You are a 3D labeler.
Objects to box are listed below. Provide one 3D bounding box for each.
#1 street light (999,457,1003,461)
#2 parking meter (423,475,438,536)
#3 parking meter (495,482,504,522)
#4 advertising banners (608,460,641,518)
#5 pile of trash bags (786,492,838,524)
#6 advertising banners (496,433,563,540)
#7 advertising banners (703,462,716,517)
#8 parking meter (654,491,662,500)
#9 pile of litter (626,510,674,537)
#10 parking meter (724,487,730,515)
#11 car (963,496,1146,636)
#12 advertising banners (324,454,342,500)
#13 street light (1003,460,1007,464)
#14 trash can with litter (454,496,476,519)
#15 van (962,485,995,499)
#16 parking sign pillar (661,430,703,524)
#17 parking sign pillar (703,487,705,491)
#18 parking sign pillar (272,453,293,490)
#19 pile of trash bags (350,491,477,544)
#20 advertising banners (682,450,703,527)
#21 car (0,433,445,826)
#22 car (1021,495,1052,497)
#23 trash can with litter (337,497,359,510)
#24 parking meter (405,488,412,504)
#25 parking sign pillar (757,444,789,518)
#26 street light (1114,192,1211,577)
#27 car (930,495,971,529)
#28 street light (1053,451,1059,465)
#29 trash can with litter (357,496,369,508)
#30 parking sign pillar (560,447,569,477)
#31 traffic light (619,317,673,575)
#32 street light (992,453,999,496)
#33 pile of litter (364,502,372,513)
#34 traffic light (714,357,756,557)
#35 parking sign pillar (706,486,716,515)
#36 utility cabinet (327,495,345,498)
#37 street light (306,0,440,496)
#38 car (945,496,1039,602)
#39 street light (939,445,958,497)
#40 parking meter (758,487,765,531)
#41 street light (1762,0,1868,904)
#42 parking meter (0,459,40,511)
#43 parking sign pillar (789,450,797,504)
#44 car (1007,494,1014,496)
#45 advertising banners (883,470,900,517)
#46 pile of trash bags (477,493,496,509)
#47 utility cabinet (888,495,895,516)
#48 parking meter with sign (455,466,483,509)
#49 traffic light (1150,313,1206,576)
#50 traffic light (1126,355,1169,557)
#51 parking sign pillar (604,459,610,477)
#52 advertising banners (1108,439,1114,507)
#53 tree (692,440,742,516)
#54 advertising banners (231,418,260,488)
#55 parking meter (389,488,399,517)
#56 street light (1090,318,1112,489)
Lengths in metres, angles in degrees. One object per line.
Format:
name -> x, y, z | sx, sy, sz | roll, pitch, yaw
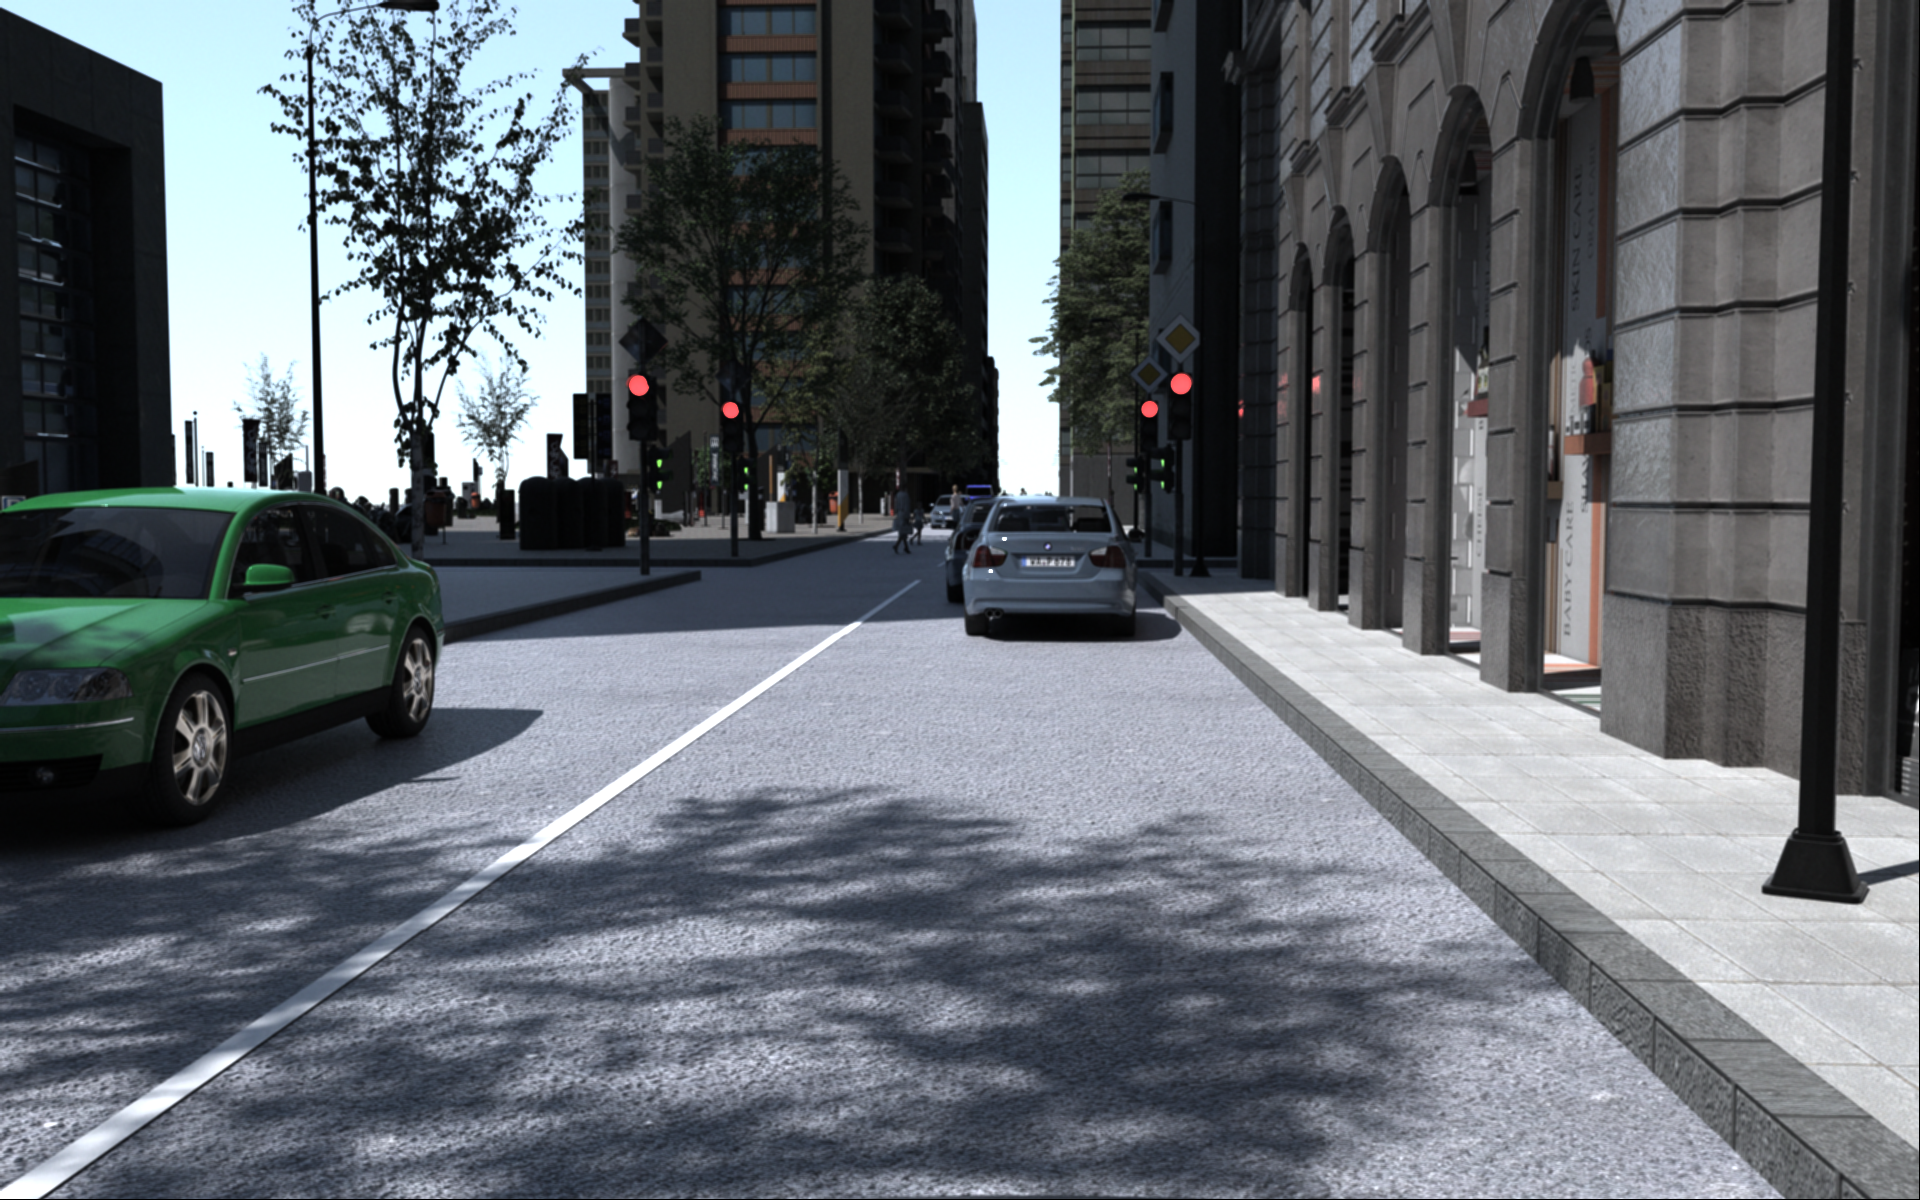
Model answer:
street light -> 4.271, -14.908, 216.282 | 1.470, 5.913, 1.316 | 0, 4, 3
parking meter -> -16.374, -2.929, 53.608 | 0.255, 1.863, 0.399 | 2, 4, 25
parking meter -> -21.340, -4.564, 80.335 | 0.399, 1.863, 0.255 | -1, 4, -15
advertising banners -> -17.215, -5.722, 89.737 | 2.074, 3.025, 0.090 | -2, 4, -28
pile of trash bags -> -6.269, -3.930, 74.009 | 3.447, 1.369, 1.912 | 3, 5, 42
advertising banners -> -12.247, -3.255, 49.403 | 2.074, 3.025, 0.090 | -3, 5, -39
advertising banners -> -14.235, -6.057, 95.213 | 2.074, 3.025, 0.090 | 1, 4, 21
parking meter -> -15.352, -5.051, 88.290 | 0.399, 1.863, 0.255 | 1, 4, 11
pile of litter -> -9.491, -2.334, 52.123 | 1.719, 0.858, 1.176 | 0, 4, -3
parking meter -> -14.104, -6.041, 104.479 | 0.399, 1.863, 0.255 | 2, 4, 29
car -> 1.019, -0.415, 18.794 | 2.014, 1.417, 4.499 | 0, 4, 5
advertising banners -> -27.328, -4.837, 75.278 | 0.090, 3.025, 2.074 | -3, 5, -42
street light -> 5.385, -16.205, 237.493 | 1.470, 5.913, 1.316 | 0, 4, 3
trash can with litter -> -25.644, -4.795, 89.786 | 0.624, 1.170, 1.055 | 3, 5, 40
van -> 1.289, -6.881, 116.895 | 2.240, 2.365, 5.245 | 0, 4, 2
parking sign pillar -> -12.029, -5.213, 73.711 | 1.447, 3.967, 1.447 | 1, 4, 13
parking sign pillar -> -13.089, -5.730, 82.165 | 1.447, 3.967, 1.447 | 0, 4, 7
parking sign pillar -> -43.808, -7.557, 112.030 | 1.447, 3.967, 1.447 | 2, 4, 32
pile of trash bags -> -14.596, -2.163, 45.113 | 3.447, 1.369, 1.912 | 2, 4, 32
advertising banners -> -10.655, -4.429, 68.604 | 0.090, 3.025, 2.074 | 0, 4, 8
car -> -4.122, -0.006, 8.895 | 1.959, 1.807, 4.718 | 0, 4, 2
car -> 2.020, -2.059, 45.666 | 2.014, 1.417, 4.499 | 0, 4, 3
trash can with litter -> -17.787, -2.410, 50.458 | 1.678, 1.210, 2.233 | 0, 4, -4
parking meter -> -23.619, -4.031, 74.316 | 0.372, 1.533, 0.369 | 0, 3, 0
parking sign pillar -> -10.232, -6.359, 92.449 | 1.447, 3.967, 1.447 | 1, 4, 19
street light -> 3.193, -3.319, 26.807 | 1.470, 5.913, 1.316 | 0, 4, 3
car -> -0.242, -3.704, 72.558 | 2.014, 1.417, 4.499 | 0, 4, 3
street light -> 11.061, -13.060, 186.074 | 1.470, 5.913, 1.316 | 0, 4, 3
trash can with litter -> -35.329, -5.598, 102.912 | 0.624, 1.170, 1.055 | 1, 4, 23
parking sign pillar -> -20.712, -6.183, 89.557 | 1.447, 3.967, 1.447 | -3, 5, -39
traffic light -> -4.996, -2.356, 27.445 | 0.839, 4.253, 0.868 | 0, 4, 3
street light -> 3.316, -13.608, 195.030 | 1.470, 5.913, 1.316 | 0, 4, 3
pile of litter -> -32.994, -5.009, 95.855 | 1.176, 0.858, 1.719 | -2, 4, -25
traffic light -> -4.610, -2.844, 35.420 | 0.839, 4.253, 0.868 | 0, 4, 3
parking sign pillar -> -15.570, -7.135, 105.135 | 1.447, 3.967, 1.447 | 1, 4, 17
utility cabinet -> -36.311, -5.476, 100.695 | 1.020, 1.237, 0.306 | -1, 4, -21
street light -> -5.551, -2.679, 16.338 | 1.470, 5.913, 1.316 | 0, 4, 3
car -> 0.765, -0.748, 24.236 | 2.014, 1.417, 4.499 | 0, 4, 3
street light -> -0.750, -8.561, 112.521 | 1.470, 5.913, 1.316 | 0, 4, 3
parking meter -> -7.010, -3.181, 60.414 | 0.372, 1.533, 0.369 | 0, 3, 0
street light -> 2.221, -2.013, 5.449 | 1.470, 5.913, 1.316 | 0, 4, 3
parking meter -> -6.902, -0.258, 12.622 | 0.372, 1.533, 0.369 | 0, 3, 0
parking sign pillar -> -10.116, -6.999, 102.912 | 1.447, 3.967, 1.447 | -2, 4, -27
car -> 5.003, -10.394, 180.167 | 2.015, 1.641, 3.980 | 0, 4, 3
advertising banners -> -3.890, -6.288, 98.988 | 0.090, 3.025, 2.074 | -2, 4, -28
pile of trash bags -> -28.514, -5.786, 104.351 | 1.912, 1.369, 3.447 | 1, 4, 10
utility cabinet -> -4.070, -5.561, 102.076 | 0.306, 1.237, 1.020 | 1, 4, 10
parking meter with sign -> -31.147, -6.938, 109.698 | 1.738, 3.016, 0.543 | 1, 4, 12
traffic light -> 3.406, -2.332, 27.055 | 0.839, 4.253, 0.868 | 0, 4, 3
traffic light -> 3.792, -2.820, 35.031 | 0.839, 4.253, 0.868 | 0, 4, 3
parking sign pillar -> -22.670, -7.488, 110.904 | 1.447, 3.967, 1.447 | 0, 4, -3
advertising banners -> 4.762, -3.578, 54.681 | 0.090, 3.025, 2.074 | 0, 4, 2
tree -> -14.163, -7.153, 100.668 | 4.285, 4.588, 4.351 | 0, 3, 0
advertising banners -> -16.700, -2.646, 39.451 | 0.090, 3.025, 2.074 | 2, 4, 24
parking meter -> -23.447, -3.876, 71.775 | 0.372, 1.533, 0.369 | 0, 3, 0
street light -> 4.124, -4.481, 45.807 | 1.470, 5.913, 1.316 | 0, 4, 3
